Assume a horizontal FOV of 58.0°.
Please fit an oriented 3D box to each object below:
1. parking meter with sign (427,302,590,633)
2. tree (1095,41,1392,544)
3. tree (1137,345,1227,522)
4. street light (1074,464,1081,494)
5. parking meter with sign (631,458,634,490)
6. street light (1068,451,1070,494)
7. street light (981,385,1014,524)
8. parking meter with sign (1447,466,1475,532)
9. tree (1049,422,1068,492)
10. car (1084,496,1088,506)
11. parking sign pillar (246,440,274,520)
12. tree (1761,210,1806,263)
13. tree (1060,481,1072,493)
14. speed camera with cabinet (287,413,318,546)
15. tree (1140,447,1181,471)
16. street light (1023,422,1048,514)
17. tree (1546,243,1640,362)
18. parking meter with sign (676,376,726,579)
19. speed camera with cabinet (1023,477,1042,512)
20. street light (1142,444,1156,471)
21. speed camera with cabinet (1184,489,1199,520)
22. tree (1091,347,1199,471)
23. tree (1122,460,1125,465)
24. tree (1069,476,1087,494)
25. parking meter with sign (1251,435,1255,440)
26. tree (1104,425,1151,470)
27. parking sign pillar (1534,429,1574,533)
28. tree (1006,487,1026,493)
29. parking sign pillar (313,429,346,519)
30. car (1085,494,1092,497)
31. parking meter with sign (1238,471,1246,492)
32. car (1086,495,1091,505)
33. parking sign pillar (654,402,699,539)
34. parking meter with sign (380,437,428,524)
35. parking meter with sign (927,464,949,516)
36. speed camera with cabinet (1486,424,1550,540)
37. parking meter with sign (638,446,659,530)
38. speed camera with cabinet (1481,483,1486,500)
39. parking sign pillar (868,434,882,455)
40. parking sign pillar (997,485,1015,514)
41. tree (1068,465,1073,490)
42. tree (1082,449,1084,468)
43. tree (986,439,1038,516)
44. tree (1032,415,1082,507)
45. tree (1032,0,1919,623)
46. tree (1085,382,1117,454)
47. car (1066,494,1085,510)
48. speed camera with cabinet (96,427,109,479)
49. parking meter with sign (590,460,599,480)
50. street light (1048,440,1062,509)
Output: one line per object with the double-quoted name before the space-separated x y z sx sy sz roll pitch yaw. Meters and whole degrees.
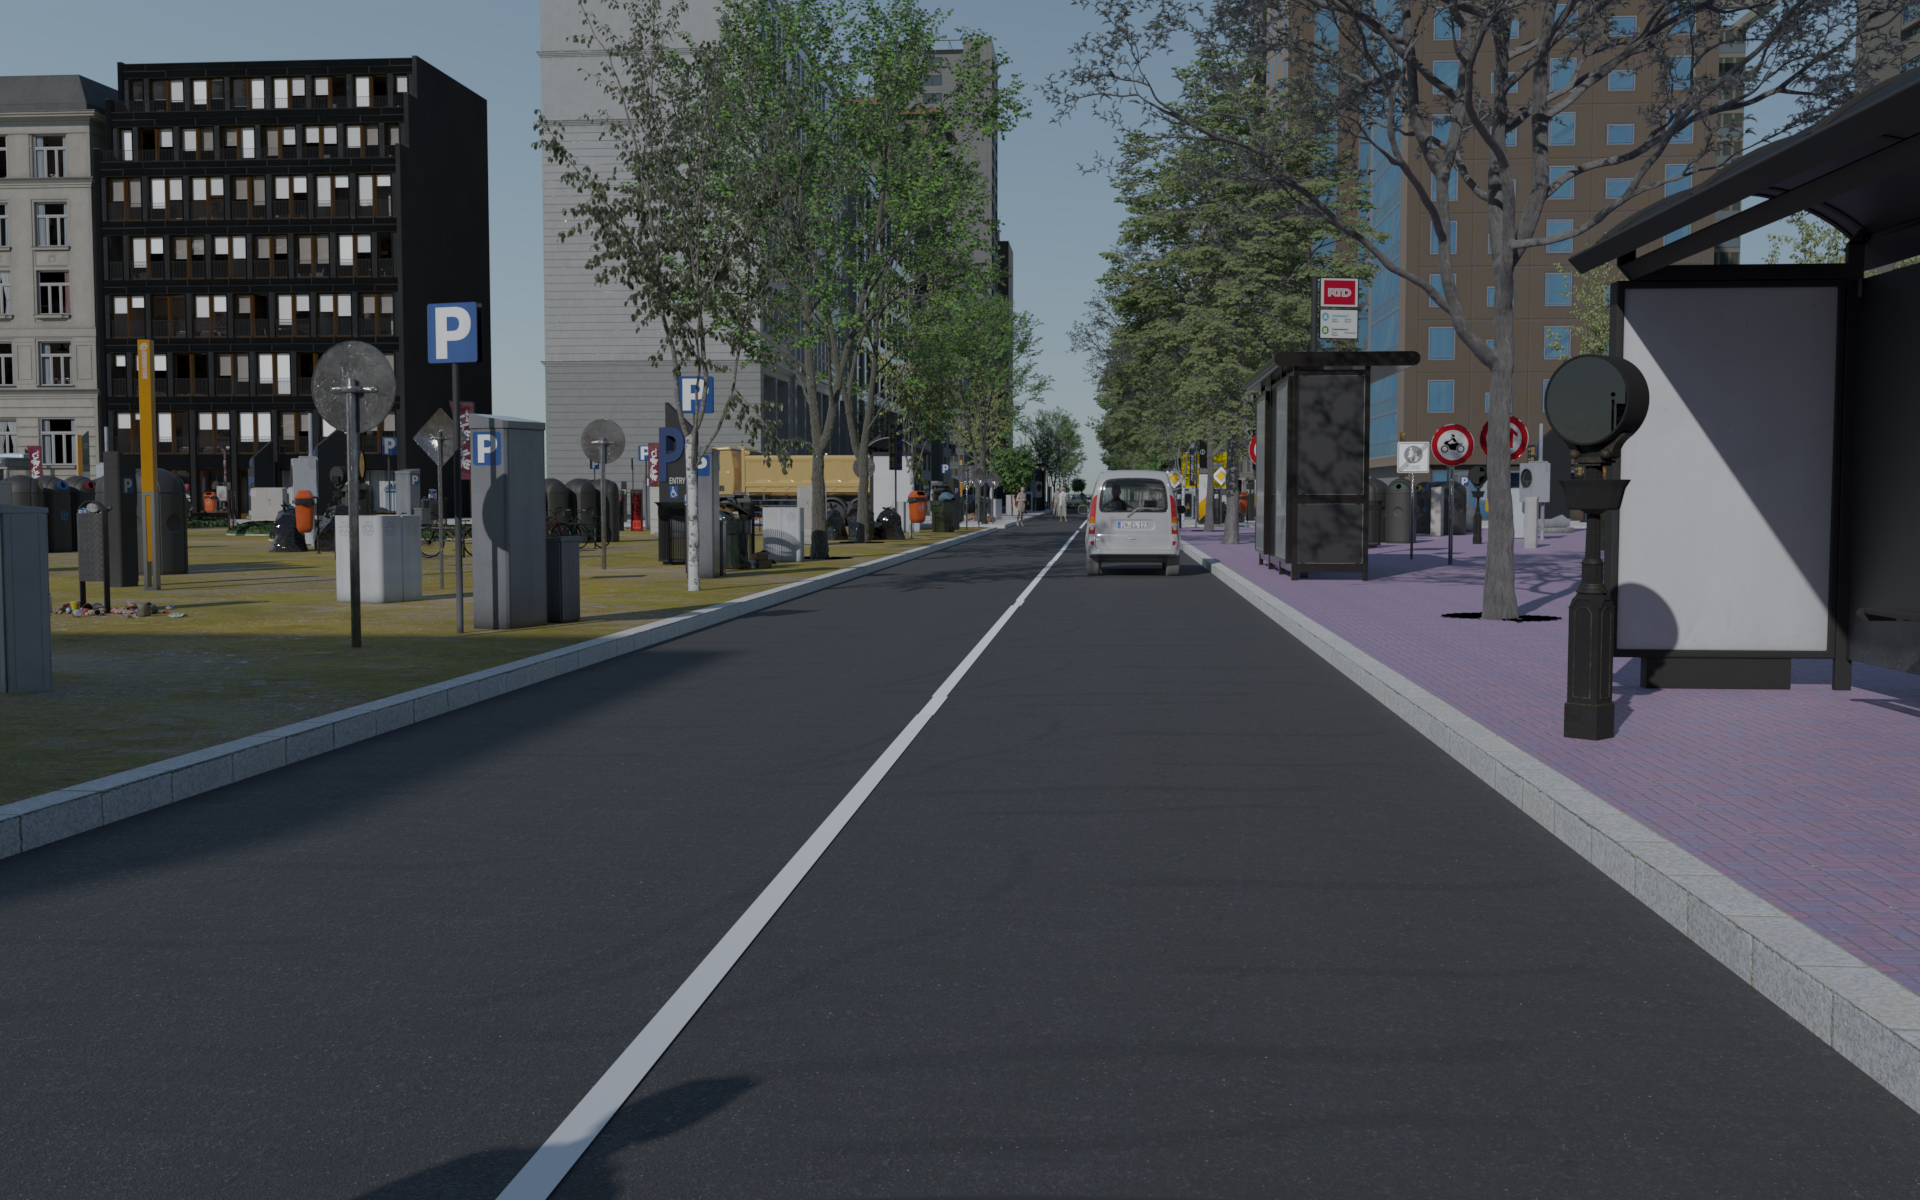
"parking meter with sign" -4.316 -1.248 16.659 0.543 3.016 1.738 1 4 21
"tree" 7.116 -7.718 44.315 7.486 12.596 7.792 0 3 0
"tree" 10.448 -7.937 80.136 4.360 8.622 3.978 0 3 0
"street light" 15.162 -15.925 232.920 1.470 5.913 1.316 0 4 5
"parking meter with sign" -15.115 -5.396 84.480 1.738 3.016 0.543 0 4 -5
"street light" 11.351 -13.193 188.252 1.470 5.913 1.316 0 4 5
"street light" 1.603 -6.193 73.793 1.470 5.913 1.316 0 4 5
"parking meter with sign" 17.039 -3.844 59.113 0.543 3.016 1.738 -1 4 -11
"tree" 7.624 -13.316 168.072 4.737 8.622 4.395 0 3 0
"car" 12.333 -10.429 179.313 1.959 1.807 4.718 0 4 7
"parking sign pillar" -34.682 -5.962 85.950 1.447 3.967 1.447 1 4 23
"tree" 18.881 -5.387 38.440 4.737 8.622 4.395 0 3 0
"tree" 15.331 -15.582 249.368 1.663 3.219 1.824 0 3 0
"speed camera with cabinet" -16.374 -2.980 43.066 0.660 3.252 2.038 -2 4 -25
"tree" 13.662 -8.079 115.806 4.285 4.588 4.351 0 3 0
"street light" 4.762 -8.546 112.275 1.470 5.913 1.316 0 4 5
"tree" 19.013 -6.113 50.315 4.737 8.622 4.395 0 3 0
"parking meter with sign" -3.910 -1.850 26.510 0.543 3.016 1.738 0 4 0
"speed camera with cabinet" 4.971 -7.852 122.721 0.660 3.252 2.038 3 5 40
"street light" 11.876 -8.399 109.869 1.470 5.913 1.316 0 4 5
"speed camera with cabinet" 11.624 -5.706 87.637 0.660 3.252 2.038 3 5 40
"tree" 14.283 -13.620 129.339 9.857 13.997 8.962 0 3 0
"tree" 23.385 -17.237 232.184 4.737 8.622 4.395 0 3 0
"tree" 20.750 -19.643 304.871 4.285 4.588 4.351 0 3 0
"parking meter with sign" 9.382 -3.342 50.910 0.543 3.016 1.738 -3 4 -38
"tree" 21.426 -16.669 206.946 8.767 10.594 7.601 -1 4 -12
"parking sign pillar" 19.673 -4.224 57.529 1.447 3.967 1.447 -2 4 -26
"tree" 3.455 -7.053 109.919 1.663 3.219 1.824 0 3 0
"parking sign pillar" -24.333 -4.785 66.709 1.447 3.967 1.447 2 4 30
"car" 16.402 -12.895 221.061 2.015 1.641 3.980 0 4 4
"parking meter with sign" 21.743 -8.217 130.602 1.738 3.016 0.543 2 4 26
"car" 14.250 -11.305 197.423 1.945 1.354 3.894 0 4 3
"parking sign pillar" -8.189 -3.789 50.417 1.447 3.967 1.447 3 5 39
"parking meter with sign" -16.806 -3.450 52.675 1.738 3.016 0.543 2 4 33
"parking meter with sign" -1.337 -6.434 101.454 0.543 3.016 1.738 -2 4 -34
"speed camera with cabinet" 15.953 -3.365 49.355 0.660 3.252 2.038 -1 4 -17
"parking meter with sign" -11.139 -4.082 62.995 0.543 3.016 1.738 1 4 8
"speed camera with cabinet" 19.650 -4.144 62.086 2.038 3.252 0.660 -2 4 -25
"parking sign pillar" -4.089 -5.458 77.706 1.447 3.967 1.447 1 4 16
"parking sign pillar" 3.119 -7.698 114.335 1.447 3.967 1.447 2 4 32
"tree" 13.909 -17.628 238.586 4.737 8.622 4.395 0 3 0
"tree" 13.303 -16.236 215.816 4.360 8.622 3.978 0 3 0
"tree" 3.084 -7.220 101.757 4.285 4.588 4.351 0 3 0
"tree" 8.331 -12.838 160.263 4.360 8.622 3.978 0 3 0
"tree" 5.397 -6.543 17.347 12.009 13.543 11.850 0 3 0
"tree" 27.194 -26.437 288.131 12.611 20.169 13.585 0 3 0
"car" 9.121 -7.931 139.891 2.015 1.641 3.980 0 4 3
"speed camera with cabinet" -25.187 -3.425 50.340 0.660 3.252 2.038 1 4 21
"parking meter with sign" -18.256 -5.350 83.736 1.738 3.016 0.543 2 4 33
"street light" 8.139 -10.858 150.072 1.470 5.913 1.316 0 4 5
